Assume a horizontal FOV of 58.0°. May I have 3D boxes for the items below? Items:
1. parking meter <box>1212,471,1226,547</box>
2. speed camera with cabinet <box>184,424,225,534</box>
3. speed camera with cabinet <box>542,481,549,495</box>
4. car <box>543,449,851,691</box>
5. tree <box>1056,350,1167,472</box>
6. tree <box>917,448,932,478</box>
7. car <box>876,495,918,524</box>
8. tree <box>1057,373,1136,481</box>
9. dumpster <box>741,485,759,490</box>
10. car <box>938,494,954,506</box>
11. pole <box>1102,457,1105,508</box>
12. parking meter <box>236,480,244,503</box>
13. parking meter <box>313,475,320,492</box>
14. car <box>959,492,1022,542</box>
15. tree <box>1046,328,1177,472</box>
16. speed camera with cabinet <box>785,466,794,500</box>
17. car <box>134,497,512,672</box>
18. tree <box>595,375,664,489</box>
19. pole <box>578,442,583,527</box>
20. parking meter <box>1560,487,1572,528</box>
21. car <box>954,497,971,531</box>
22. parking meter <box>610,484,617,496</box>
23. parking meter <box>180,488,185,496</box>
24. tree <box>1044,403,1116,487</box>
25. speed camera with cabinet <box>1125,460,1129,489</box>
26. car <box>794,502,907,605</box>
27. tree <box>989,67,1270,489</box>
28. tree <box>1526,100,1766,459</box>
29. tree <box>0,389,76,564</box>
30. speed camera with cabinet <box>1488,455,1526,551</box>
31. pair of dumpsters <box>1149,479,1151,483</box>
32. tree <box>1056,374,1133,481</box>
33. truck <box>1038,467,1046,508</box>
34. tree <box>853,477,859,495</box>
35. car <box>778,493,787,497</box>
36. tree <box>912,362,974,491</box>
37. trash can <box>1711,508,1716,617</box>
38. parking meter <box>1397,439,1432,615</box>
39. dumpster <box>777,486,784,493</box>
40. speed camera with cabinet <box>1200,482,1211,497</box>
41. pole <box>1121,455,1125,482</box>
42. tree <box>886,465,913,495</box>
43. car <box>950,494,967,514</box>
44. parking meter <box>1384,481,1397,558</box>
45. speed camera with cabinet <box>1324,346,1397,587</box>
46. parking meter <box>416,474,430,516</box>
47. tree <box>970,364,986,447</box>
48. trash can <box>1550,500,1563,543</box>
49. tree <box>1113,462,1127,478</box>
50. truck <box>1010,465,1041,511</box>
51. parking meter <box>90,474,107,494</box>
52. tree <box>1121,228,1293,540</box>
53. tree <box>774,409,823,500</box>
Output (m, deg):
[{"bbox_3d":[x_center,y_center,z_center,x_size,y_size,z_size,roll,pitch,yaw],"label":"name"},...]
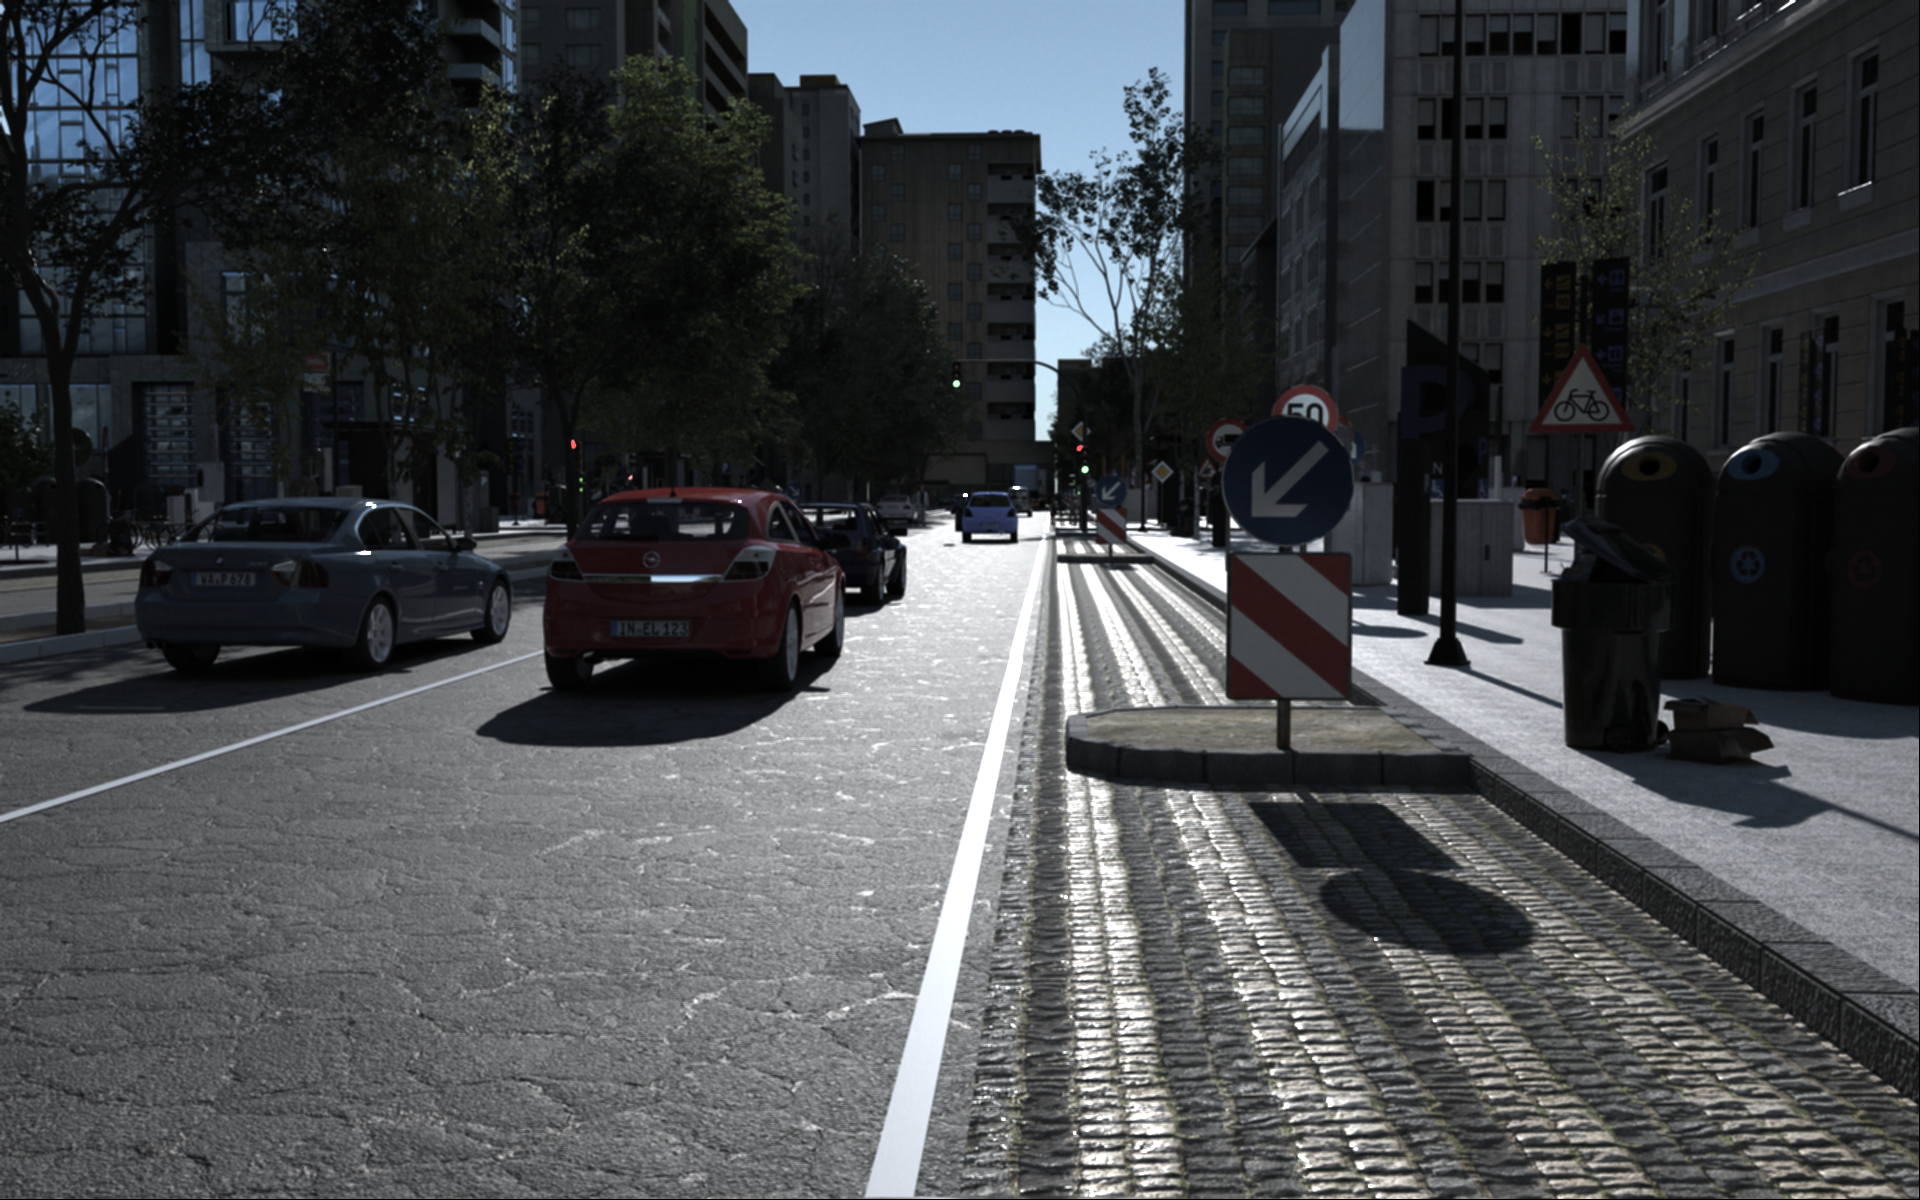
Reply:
[{"bbox_3d":[6.307,-2.212,41.871,0.399,1.863,0.255,-3,5,-40],"label":"parking meter"},{"bbox_3d":[-21.449,-3.350,49.113,0.660,3.252,2.038,-3,4,-38],"label":"speed camera with cabinet"},{"bbox_3d":[-28.699,-7.536,117.549,0.660,3.252,2.038,1,4,23],"label":"speed camera with cabinet"},{"bbox_3d":[-2.013,-0.309,14.092,2.155,1.783,4.494,0,4,3],"label":"car"},{"bbox_3d":[9.859,-10.855,111.896,7.601,10.594,8.767,-1,4,-9],"label":"tree"},{"bbox_3d":[-7.522,-17.307,217.375,8.767,10.594,7.601,-2,4,-25],"label":"tree"},{"bbox_3d":[-3.102,-4.469,85.424,2.083,1.381,4.827,0,4,3],"label":"car"},{"bbox_3d":[12.739,-14.934,162.294,7.486,12.596,7.792,0,3,0],"label":"tree"},{"bbox_3d":[-13.169,-6.324,109.160,1.264,1.857,1.865,0,4,3],"label":"dumpster"},{"bbox_3d":[-1.646,-12.039,205.636,1.959,1.807,4.718,0,4,2],"label":"car"},{"bbox_3d":[7.886,-6.180,94.886,0.158,3.312,0.155,0,3,0],"label":"pole"},{"bbox_3d":[-30.300,-4.109,72.901,0.255,1.863,0.399,-1,4,-12],"label":"parking meter"},{"bbox_3d":[-20.242,-2.967,54.224,0.255,1.863,0.399,1,4,17],"label":"parking meter"},{"bbox_3d":[0.940,-2.672,53.283,1.945,1.707,3.694,0,4,2],"label":"car"},{"bbox_3d":[10.977,-13.304,127.884,12.009,13.543,11.850,0,3,0],"label":"tree"},{"bbox_3d":[-11.764,-7.735,120.799,0.660,3.252,2.038,0,4,3],"label":"speed camera with cabinet"},{"bbox_3d":[-5.430,-0.202,15.312,2.014,1.417,4.499,0,4,5],"label":"car"},{"bbox_3d":[-14.785,-7.742,76.941,4.737,8.622,4.395,0,3,0],"label":"tree"},{"bbox_3d":[-14.744,-4.491,67.263,0.158,3.312,0.155,0,3,0],"label":"pole"},{"bbox_3d":[22.846,-3.479,65.289,0.372,1.533,0.369,0,3,0],"label":"parking meter"},{"bbox_3d":[0.725,-3.474,69.380,1.945,1.354,3.894,0,4,2],"label":"car"},{"bbox_3d":[-20.740,-5.996,103.748,0.399,1.863,0.255,0,4,0],"label":"parking meter"},{"bbox_3d":[-30.690,-3.685,68.665,0.372,1.533,0.369,0,3,0],"label":"parking meter"},{"bbox_3d":[15.518,-19.088,218.739,9.857,13.997,8.962,0,3,0],"label":"tree"},{"bbox_3d":[10.323,-6.428,99.429,2.038,3.252,0.660,3,4,38],"label":"speed camera with cabinet"},{"bbox_3d":[-1.744,-0.680,23.698,1.945,1.354,3.894,0,4,5],"label":"car"},{"bbox_3d":[7.692,-13.695,79.803,12.611,20.169,13.585,0,3,0],"label":"tree"},{"bbox_3d":[12.504,-5.036,32.698,4.360,8.622,3.978,0,3,0],"label":"tree"},{"bbox_3d":[-17.576,-2.287,32.000,1.663,3.219,1.824,0,3,0],"label":"tree"},{"bbox_3d":[12.427,-2.799,40.102,0.660,3.252,2.038,0,4,-6],"label":"speed camera with cabinet"},{"bbox_3d":[11.691,-6.184,103.602,1.574,2.255,4.437,0,4,3],"label":"pair of dumpsters"},{"bbox_3d":[12.076,-13.639,148.754,9.928,11.665,9.643,0,3,0],"label":"tree"},{"bbox_3d":[7.743,-11.840,182.497,2.839,4.237,11.283,0,4,1],"label":"truck"},{"bbox_3d":[-10.293,-10.979,174.109,1.663,3.219,1.824,0,3,0],"label":"tree"},{"bbox_3d":[-8.696,-4.301,79.912,1.945,1.707,3.694,0,4,1],"label":"car"},{"bbox_3d":[-2.751,-12.283,129.042,9.928,11.665,9.643,0,3,0],"label":"tree"},{"bbox_3d":[7.822,-0.408,18.321,0.748,1.137,0.748,0,3,0],"label":"trash can"},{"bbox_3d":[4.845,-0.780,18.461,0.255,1.863,0.399,2,4,30],"label":"parking meter"},{"bbox_3d":[-12.716,-6.846,117.683,1.264,1.857,1.865,0,4,3],"label":"dumpster"},{"bbox_3d":[18.856,-8.657,135.877,0.660,3.252,2.038,-2,4,-25],"label":"speed camera with cabinet"},{"bbox_3d":[8.577,-5.949,91.112,0.158,3.312,0.155,0,3,0],"label":"pole"},{"bbox_3d":[-9.530,-13.866,161.125,7.601,10.594,8.767,-2,4,-27],"label":"tree"},{"bbox_3d":[0.261,-7.055,127.352,2.014,1.417,4.499,0,4,3],"label":"car"},{"bbox_3d":[8.598,-1.615,34.820,0.372,1.533,0.369,0,3,0],"label":"parking meter"},{"bbox_3d":[5.313,-1.811,23.952,0.660,3.252,2.038,3,4,38],"label":"speed camera with cabinet"},{"bbox_3d":[-15.478,-2.703,49.909,0.255,1.863,0.399,-3,5,-41],"label":"parking meter"},{"bbox_3d":[-3.306,-12.476,116.807,12.009,13.543,11.850,0,3,0],"label":"tree"},{"bbox_3d":[15.341,-2.051,45.188,0.748,1.137,0.748,0,3,0],"label":"trash can"},{"bbox_3d":[9.536,-6.716,104.400,1.663,3.219,1.824,0,3,0],"label":"tree"},{"bbox_3d":[5.801,-9.986,153.036,2.967,4.110,18.799,0,4,2],"label":"truck"},{"bbox_3d":[-24.755,-2.696,49.792,0.399,1.863,0.255,-3,5,-41],"label":"parking meter"},{"bbox_3d":[6.725,-5.970,47.975,4.737,8.622,4.395,0,3,0],"label":"tree"},{"bbox_3d":[-12.112,-10.968,129.694,4.360,8.622,3.978,0,3,0],"label":"tree"}]
